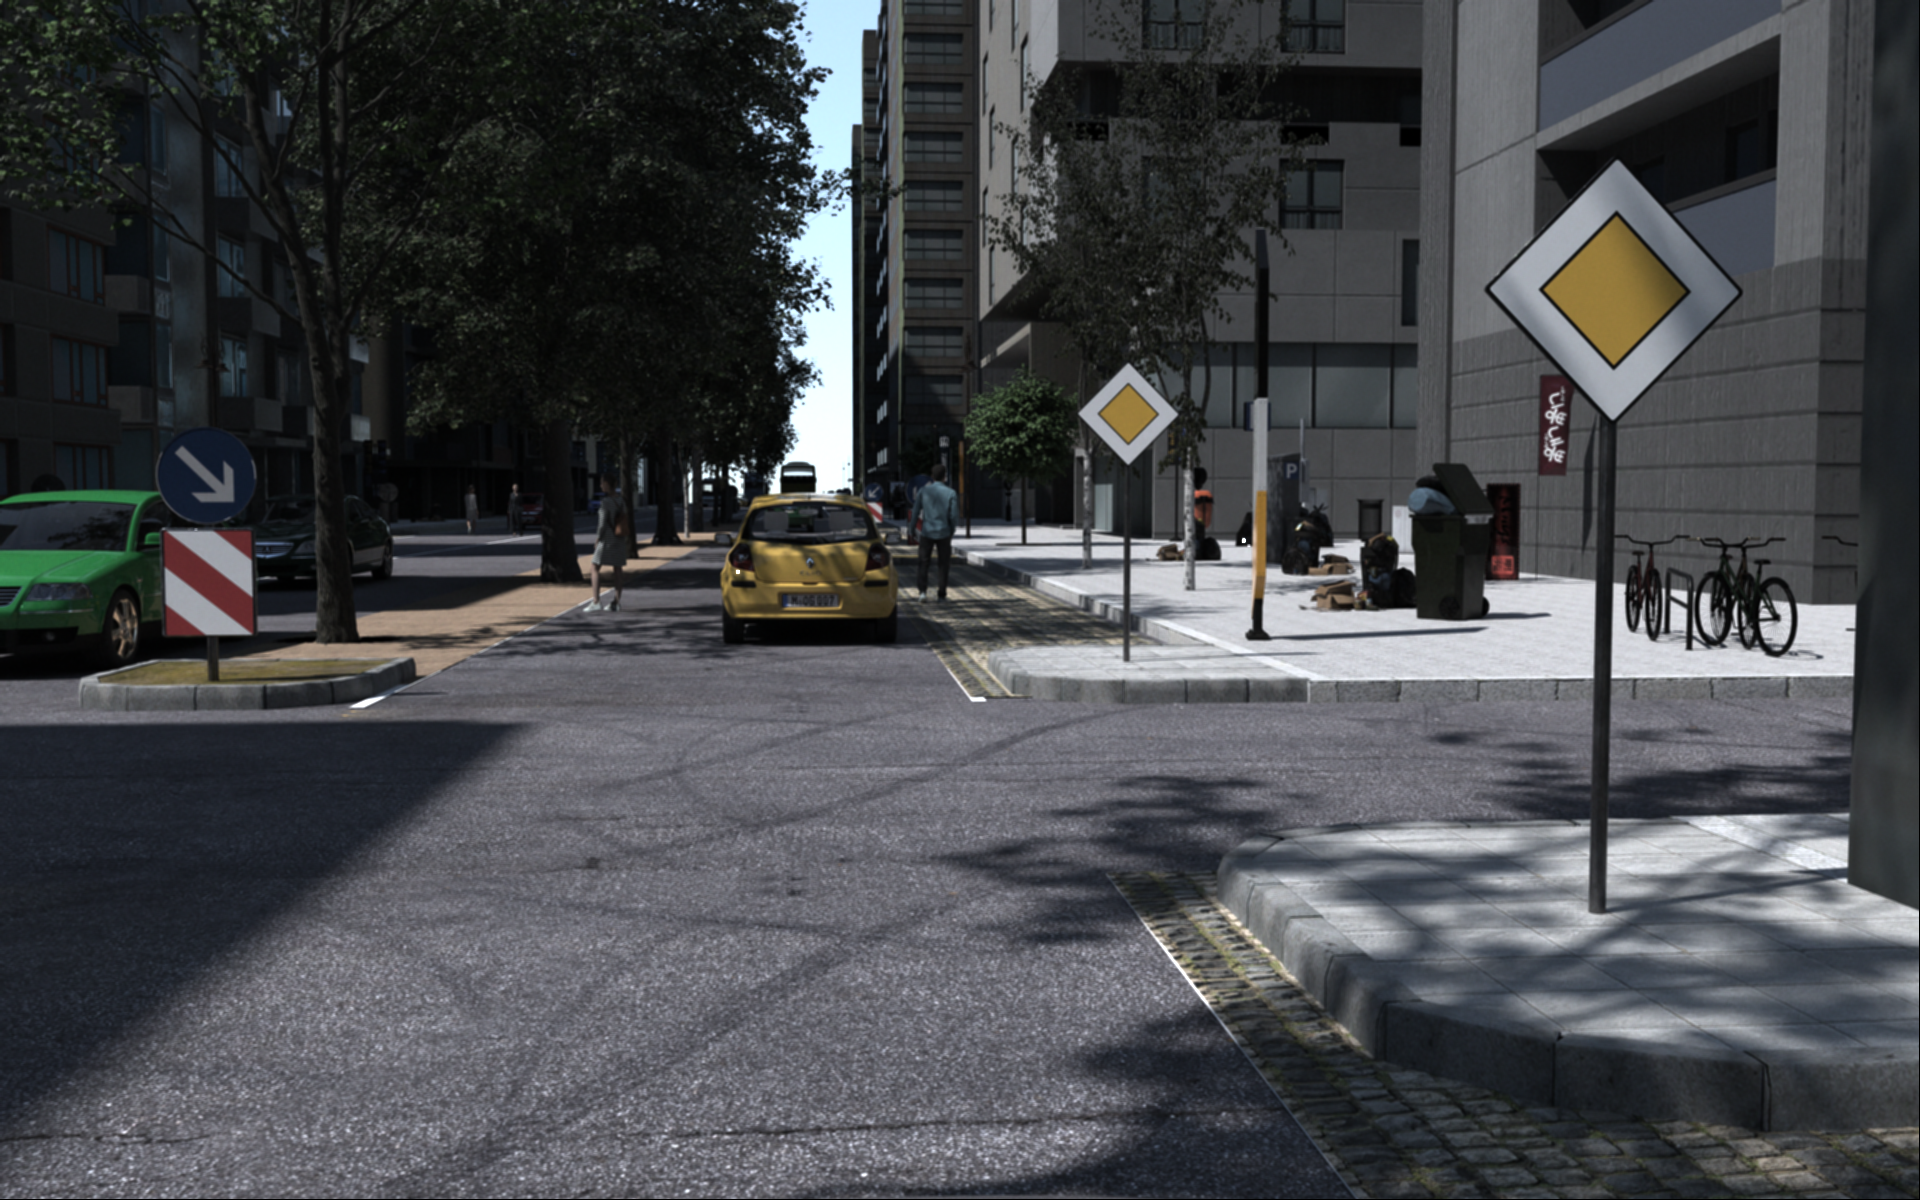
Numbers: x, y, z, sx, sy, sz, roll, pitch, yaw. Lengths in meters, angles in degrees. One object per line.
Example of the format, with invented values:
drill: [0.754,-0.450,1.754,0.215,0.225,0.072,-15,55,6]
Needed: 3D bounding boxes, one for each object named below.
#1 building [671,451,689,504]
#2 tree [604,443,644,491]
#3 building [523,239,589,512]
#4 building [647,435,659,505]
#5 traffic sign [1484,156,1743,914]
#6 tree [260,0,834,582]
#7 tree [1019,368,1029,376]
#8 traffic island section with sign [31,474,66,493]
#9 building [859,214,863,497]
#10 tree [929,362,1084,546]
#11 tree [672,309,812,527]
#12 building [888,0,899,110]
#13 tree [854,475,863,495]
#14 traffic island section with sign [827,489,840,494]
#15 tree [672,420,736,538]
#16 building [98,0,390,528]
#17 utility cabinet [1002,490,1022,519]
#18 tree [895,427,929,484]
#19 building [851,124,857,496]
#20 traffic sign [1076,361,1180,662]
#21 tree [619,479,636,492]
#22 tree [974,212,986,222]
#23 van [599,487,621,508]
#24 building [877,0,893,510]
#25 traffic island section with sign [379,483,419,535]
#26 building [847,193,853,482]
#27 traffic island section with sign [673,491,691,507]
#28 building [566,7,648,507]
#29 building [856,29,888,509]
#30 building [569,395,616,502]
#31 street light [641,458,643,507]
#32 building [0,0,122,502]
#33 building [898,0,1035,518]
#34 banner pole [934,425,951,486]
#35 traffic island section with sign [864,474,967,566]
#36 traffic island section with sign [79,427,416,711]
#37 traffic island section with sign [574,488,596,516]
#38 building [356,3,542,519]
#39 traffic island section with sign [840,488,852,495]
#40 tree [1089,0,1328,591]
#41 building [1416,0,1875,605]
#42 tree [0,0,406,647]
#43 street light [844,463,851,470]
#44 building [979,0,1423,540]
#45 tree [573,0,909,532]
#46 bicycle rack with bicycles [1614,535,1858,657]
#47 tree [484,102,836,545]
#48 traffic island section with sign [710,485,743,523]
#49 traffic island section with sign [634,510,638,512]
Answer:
building: [-44.739,-33.797,236.183,14.154,41.232,14.086,0,4,-5]
tree: [-31.389,-13.010,163.074,4.737,8.622,4.395,0,3,0]
building: [-37.832,-41.901,123.340,20.563,71.187,20.611,0,4,-5]
building: [-43.045,-34.111,207.822,14.600,45.320,14.200,0,4,-5]
traffic sign: [1.950,-0.098,5.245,0.795,2.450,0.064,0,4,-5]
tree: [-6.488,-7.255,27.729,9.857,13.997,8.962,0,3,0]
tree: [4.306,-7.814,78.114,4.737,8.622,4.395,0,3,0]
traffic island section with sign: [-17.796,-1.517,33.428,1.989,1.847,2.006,0,4,-5]
building: [-3.500,-25.042,181.142,14.160,30.474,14.107,0,4,-5]
tree: [1.689,-3.647,43.341,4.285,4.588,4.351,0,3,0]
tree: [-10.621,-8.421,74.550,8.767,10.594,7.601,0,4,-5]
building: [2.570,-28.262,112.200,14.600,45.320,14.200,0,4,-5]
tree: [-9.659,-10.884,172.555,1.663,3.219,1.824,0,3,0]
traffic island section with sign: [-9.803,-8.007,139.549,1.989,1.847,2.006,0,4,-5]
tree: [-8.811,-6.291,55.670,4.360,8.622,3.978,0,3,0]
building: [-36.605,-27.350,66.773,23.786,49.044,30.456,0,4,-5]
utility cabinet: [2.616,-4.763,86.560,0.318,1.500,1.173,3,5,43]
tree: [-1.193,-5.741,77.586,4.285,4.588,4.351,0,3,0]
building: [-5.161,-31.286,195.120,14.154,41.232,14.086,0,4,-5]
traffic sign: [1.272,-0.585,13.202,0.795,2.450,0.064,0,4,-5]
tree: [-32.572,-10.687,169.334,1.663,3.219,1.824,0,3,0]
tree: [2.429,-4.843,29.540,4.360,8.622,3.978,0,3,0]
van: [-21.062,-6.067,106.201,2.013,2.044,4.112,0,4,-5]
building: [4.937,-31.533,135.165,23.786,49.044,30.456,0,4,-5]
traffic island section with sign: [-20.109,-3.186,60.726,1.989,1.847,2.006,0,4,-5]
building: [-3.190,-37.474,232.307,23.786,49.044,30.456,0,4,-5]
traffic island section with sign: [-31.446,-11.324,193.773,1.989,1.847,2.006,0,4,-5]
building: [-44.291,-53.240,183.147,22.319,86.520,31.000,0,4,-5]
building: [-1.885,-28.963,157.134,14.154,41.232,14.086,0,4,-5]
building: [-46.187,-27.781,146.103,32.217,40.220,23.993,0,4,-5]
street light: [-31.645,-12.174,171.829,0.468,5.910,1.993,0,4,-5]
building: [-33.703,-11.170,27.667,27.650,21.520,28.899,0,4,-5]
building: [3.474,-25.313,97.456,14.154,41.232,14.086,0,4,-5]
banner pole: [-0.701,-4.456,62.879,0.863,3.779,0.401,2,4,31]
traffic island section with sign: [-0.924,-1.638,35.413,1.989,1.847,2.006,0,4,-5]
traffic island section with sign: [-5.156,-0.260,12.393,2.006,1.907,1.989,0,4,-5]
traffic island section with sign: [-24.403,-6.266,111.082,1.989,1.847,2.006,0,4,-5]
building: [-36.415,-27.199,99.331,22.147,44.769,28.867,0,4,-5]
traffic island section with sign: [-3.259,-3.317,62.854,1.989,1.847,2.006,0,4,-5]
tree: [2.817,-4.428,22.760,4.360,8.622,3.978,0,3,0]
building: [23.414,-29.473,23.883,28.212,58.520,21.231,0,4,-5]
tree: [-6.120,-5.397,16.449,9.928,11.665,9.643,0,3,0]
street light: [-13.353,-14.406,208.326,0.468,5.910,1.993,0,4,-5]
building: [15.276,-28.876,61.355,28.713,52.752,27.495,0,4,-5]
tree: [-8.598,-12.574,63.936,12.611,20.169,13.585,0,3,0]
bicycle rack with bicycles: [6.918,-0.080,14.685,2.852,0.926,2.925,1,4,18]
tree: [-8.298,-7.892,48.491,9.611,12.733,9.660,0,3,0]
traffic island section with sign: [-11.544,-4.839,87.261,2.006,1.907,1.989,0,4,-5]
traffic island section with sign: [-26.681,-7.909,137.941,1.989,1.847,2.006,0,4,-5]
